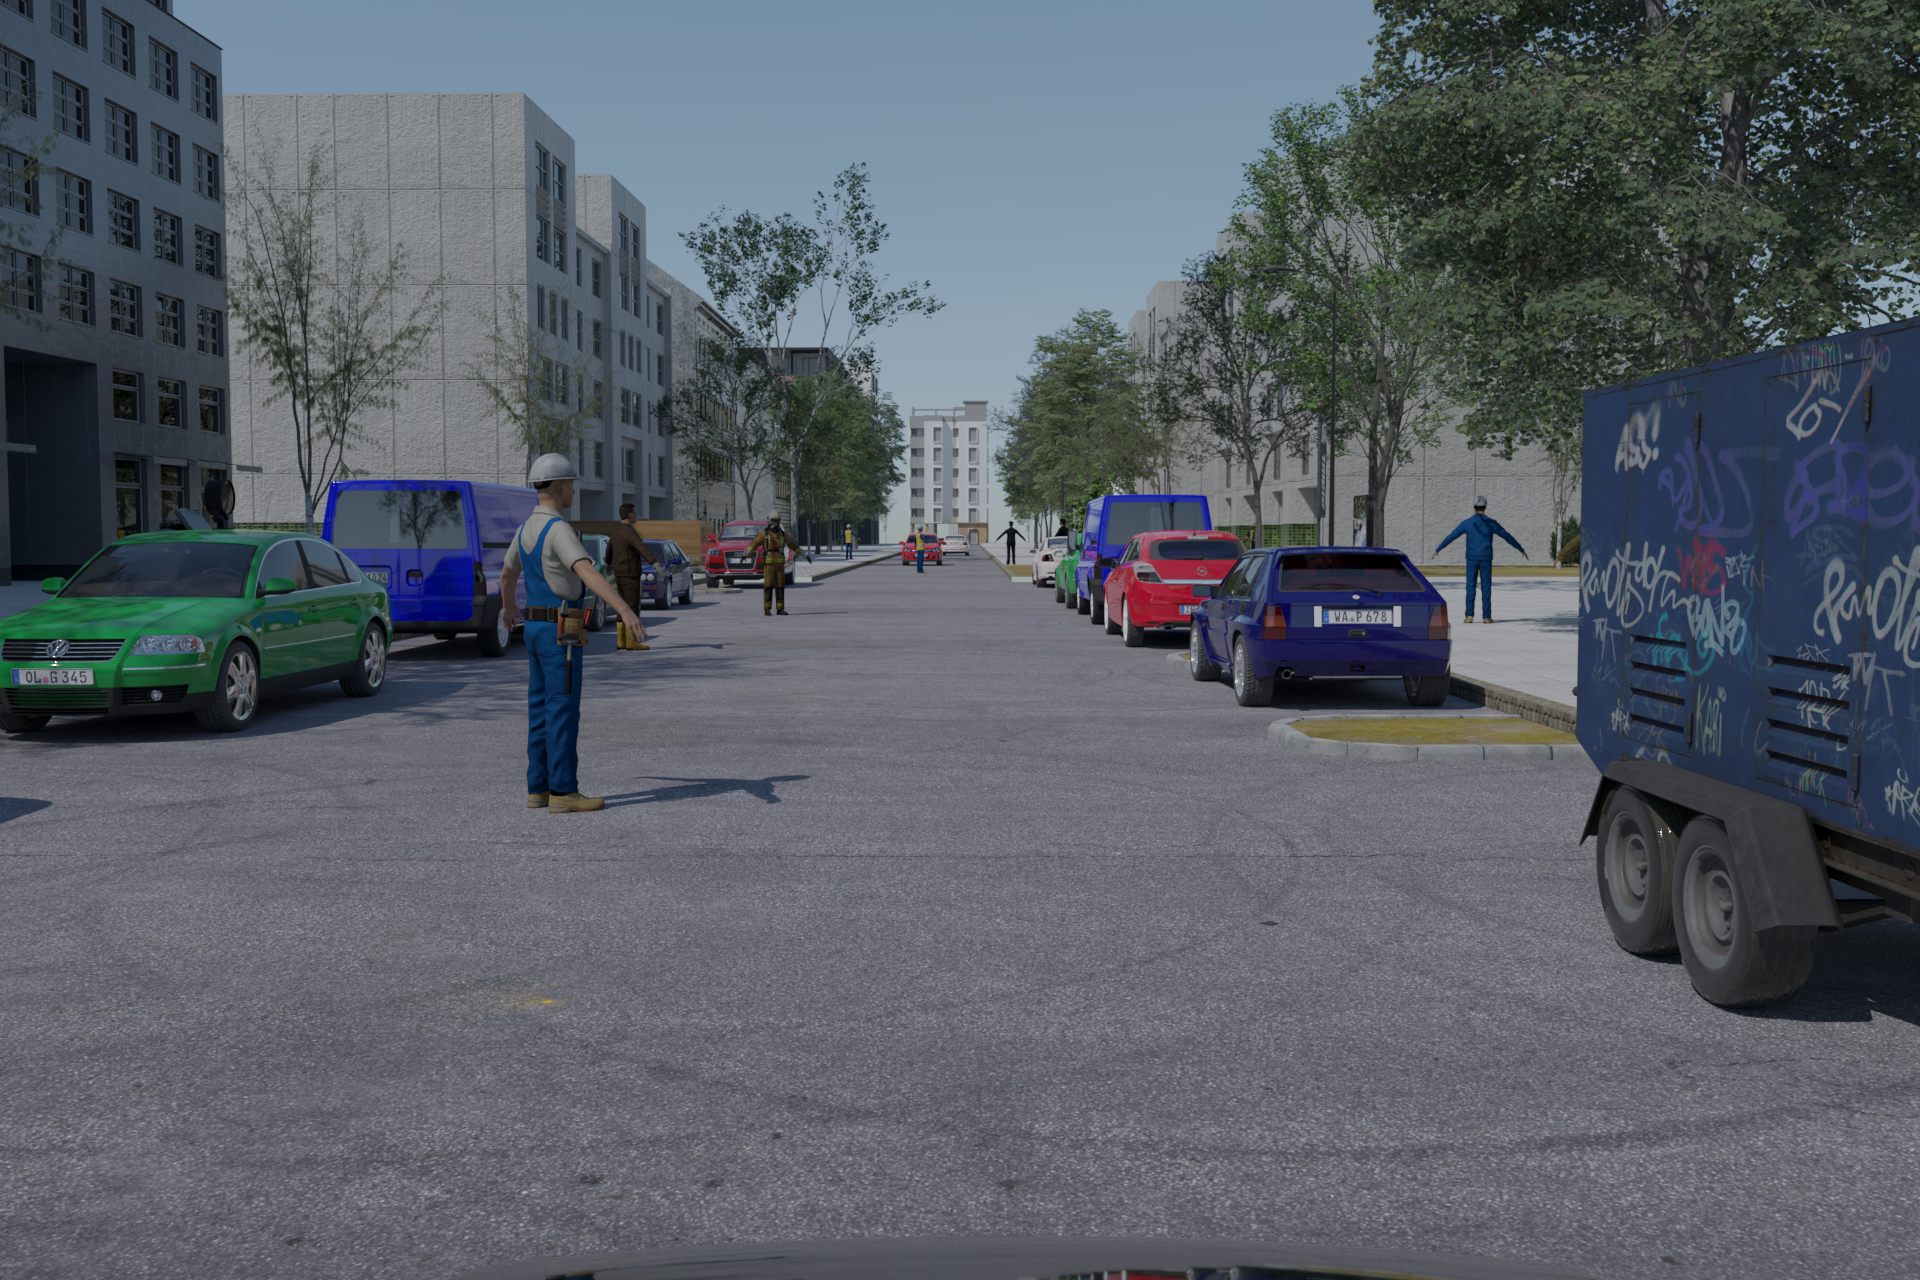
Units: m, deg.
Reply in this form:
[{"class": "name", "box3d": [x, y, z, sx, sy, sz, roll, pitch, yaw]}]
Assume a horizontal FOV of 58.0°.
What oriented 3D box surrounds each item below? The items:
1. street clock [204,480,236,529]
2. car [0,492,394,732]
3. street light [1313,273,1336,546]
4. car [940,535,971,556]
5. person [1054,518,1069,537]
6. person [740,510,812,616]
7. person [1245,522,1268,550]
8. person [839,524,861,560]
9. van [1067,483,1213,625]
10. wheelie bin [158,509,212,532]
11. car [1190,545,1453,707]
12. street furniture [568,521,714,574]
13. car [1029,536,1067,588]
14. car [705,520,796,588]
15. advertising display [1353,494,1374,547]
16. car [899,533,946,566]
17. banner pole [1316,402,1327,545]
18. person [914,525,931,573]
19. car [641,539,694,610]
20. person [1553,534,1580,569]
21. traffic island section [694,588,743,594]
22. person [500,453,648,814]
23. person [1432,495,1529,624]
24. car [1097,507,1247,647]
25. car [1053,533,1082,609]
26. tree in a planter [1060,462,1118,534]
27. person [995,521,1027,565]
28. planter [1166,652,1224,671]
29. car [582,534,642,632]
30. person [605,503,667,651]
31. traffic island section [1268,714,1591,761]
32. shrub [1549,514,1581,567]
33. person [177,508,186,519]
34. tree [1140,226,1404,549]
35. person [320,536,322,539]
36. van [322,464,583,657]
[{"class": "street clock", "box3d": [-9.845, -1.132, 23.085, 0.358, 2.002, 0.471, 0, 4, 0]}, {"class": "car", "box3d": [-6.061, -0.314, 13.930, 1.959, 1.807, 4.718, 0, 4, 1]}, {"class": "street light", "box3d": [7.032, -3.524, 30.151, 1.470, 5.913, 1.316, 0, 4, 0]}, {"class": "car", "box3d": [-0.307, -6.271, 114.884, 2.083, 1.381, 4.827, 0, 4, 1]}, {"class": "person", "box3d": [3.326, -3.084, 56.611, 0.705, 1.806, 1.347, 3, 4, 37]}, {"class": "person", "box3d": [-3.260, -1.361, 30.473, 1.354, 1.858, 0.705, -2, 4, -29]}, {"class": "person", "box3d": [14.311, -4.785, 84.009, 0.705, 1.856, 1.354, -3, 5, -43]}, {"class": "person", "box3d": [-5.539, -4.929, 87.046, 1.216, 1.772, 0.721, 1, 4, 23]}, {"class": "van", "box3d": [3.011, -1.506, 29.015, 2.240, 2.365, 5.245, 0, 4, 0]}, {"class": "wheelie bin", "box3d": [-9.834, -0.866, 22.072, 0.693, 1.594, 0.980, 0, 3, 0]}, {"class": "car", "box3d": [3.151, -0.192, 15.728, 1.945, 1.354, 3.894, 0, 4, -1]}, {"class": "street furniture", "box3d": [-12.461, -3.186, 58.943, 9.812, 1.723, 11.010, 0, 4, 5]}, {"class": "car", "box3d": [2.966, -2.155, 47.594, 2.083, 1.381, 4.827, 0, 3, 0]}, {"class": "car", "box3d": [-5.681, -2.367, 47.371, 2.281, 1.827, 5.304, 0, 3, 0]}, {"class": "advertising display", "box3d": [6.653, -1.431, 28.606, 0.123, 1.923, 0.974, 0, 3, 0]}, {"class": "car", "box3d": [-1.719, -4.327, 79.787, 2.155, 1.783, 4.494, 0, 4, 1]}, {"class": "banner pole", "box3d": [6.821, -2.610, 32.689, 0.401, 3.779, 0.863, 0, 4, 0]}, {"class": "person", "box3d": [-1.364, -3.312, 63.079, 0.721, 1.772, 1.216, -2, 4, -28]}, {"class": "car", "box3d": [-6.337, -1.310, 33.992, 1.945, 1.354, 3.894, 0, 4, 1]}, {"class": "person", "box3d": [6.757, -0.679, 17.881, 1.217, 1.736, 0.721, 1, 4, 23]}, {"class": "traffic island section", "box3d": [-6.339, -1.181, 42.177, 1.991, 0.108, 1.994, 0, 3, 0]}, {"class": "person", "box3d": [-2.085, -0.042, 9.008, 0.705, 1.847, 1.347, -3, 5, -43]}, {"class": "person", "box3d": [7.468, -1.164, 24.905, 1.347, 1.842, 0.705, 1, 4, 21]}, {"class": "car", "box3d": [2.966, -0.879, 23.405, 2.155, 1.783, 4.494, 0, 4, 0]}, {"class": "car", "box3d": [2.891, -1.580, 34.625, 1.959, 1.807, 4.718, 0, 4, -1]}, {"class": "tree in a planter", "box3d": [3.401, -2.807, 43.117, 1.991, 3.239, 1.994, 0, 4, 0]}, {"class": "person", "box3d": [2.141, -4.084, 72.715, 1.347, 1.837, 0.705, 0, 4, -6]}, {"class": "planter", "box3d": [3.296, 0.131, 18.996, 1.991, 0.319, 1.994, 0, 4, 1]}, {"class": "car", "box3d": [-6.182, -0.928, 26.970, 2.131, 1.459, 4.920, 0, 4, 0]}, {"class": "person", "box3d": [-4.072, -0.783, 21.400, 0.704, 1.812, 1.346, -3, 5, -41]}, {"class": "traffic island section", "box3d": [3.186, 0.668, 11.949, 1.991, 0.108, 1.994, 0, 4, -1]}, {"class": "shrub", "box3d": [23.673, -3.862, 67.188, 1.661, 2.075, 1.752, 0, 3, 0]}, {"class": "person", "box3d": [-14.109, -1.514, 31.355, 0.434, 1.755, 0.990, 3, 4, 38]}, {"class": "tree", "box3d": [9.100, -7.177, 51.754, 8.767, 10.594, 7.601, 1, 4, 21]}, {"class": "person", "box3d": [-19.245, -2.848, 52.837, 0.705, 1.796, 1.348, 1, 4, 10]}, {"class": "van", "box3d": [-6.230, -1.066, 21.815, 2.240, 2.365, 5.245, 0, 4, 1]}]
